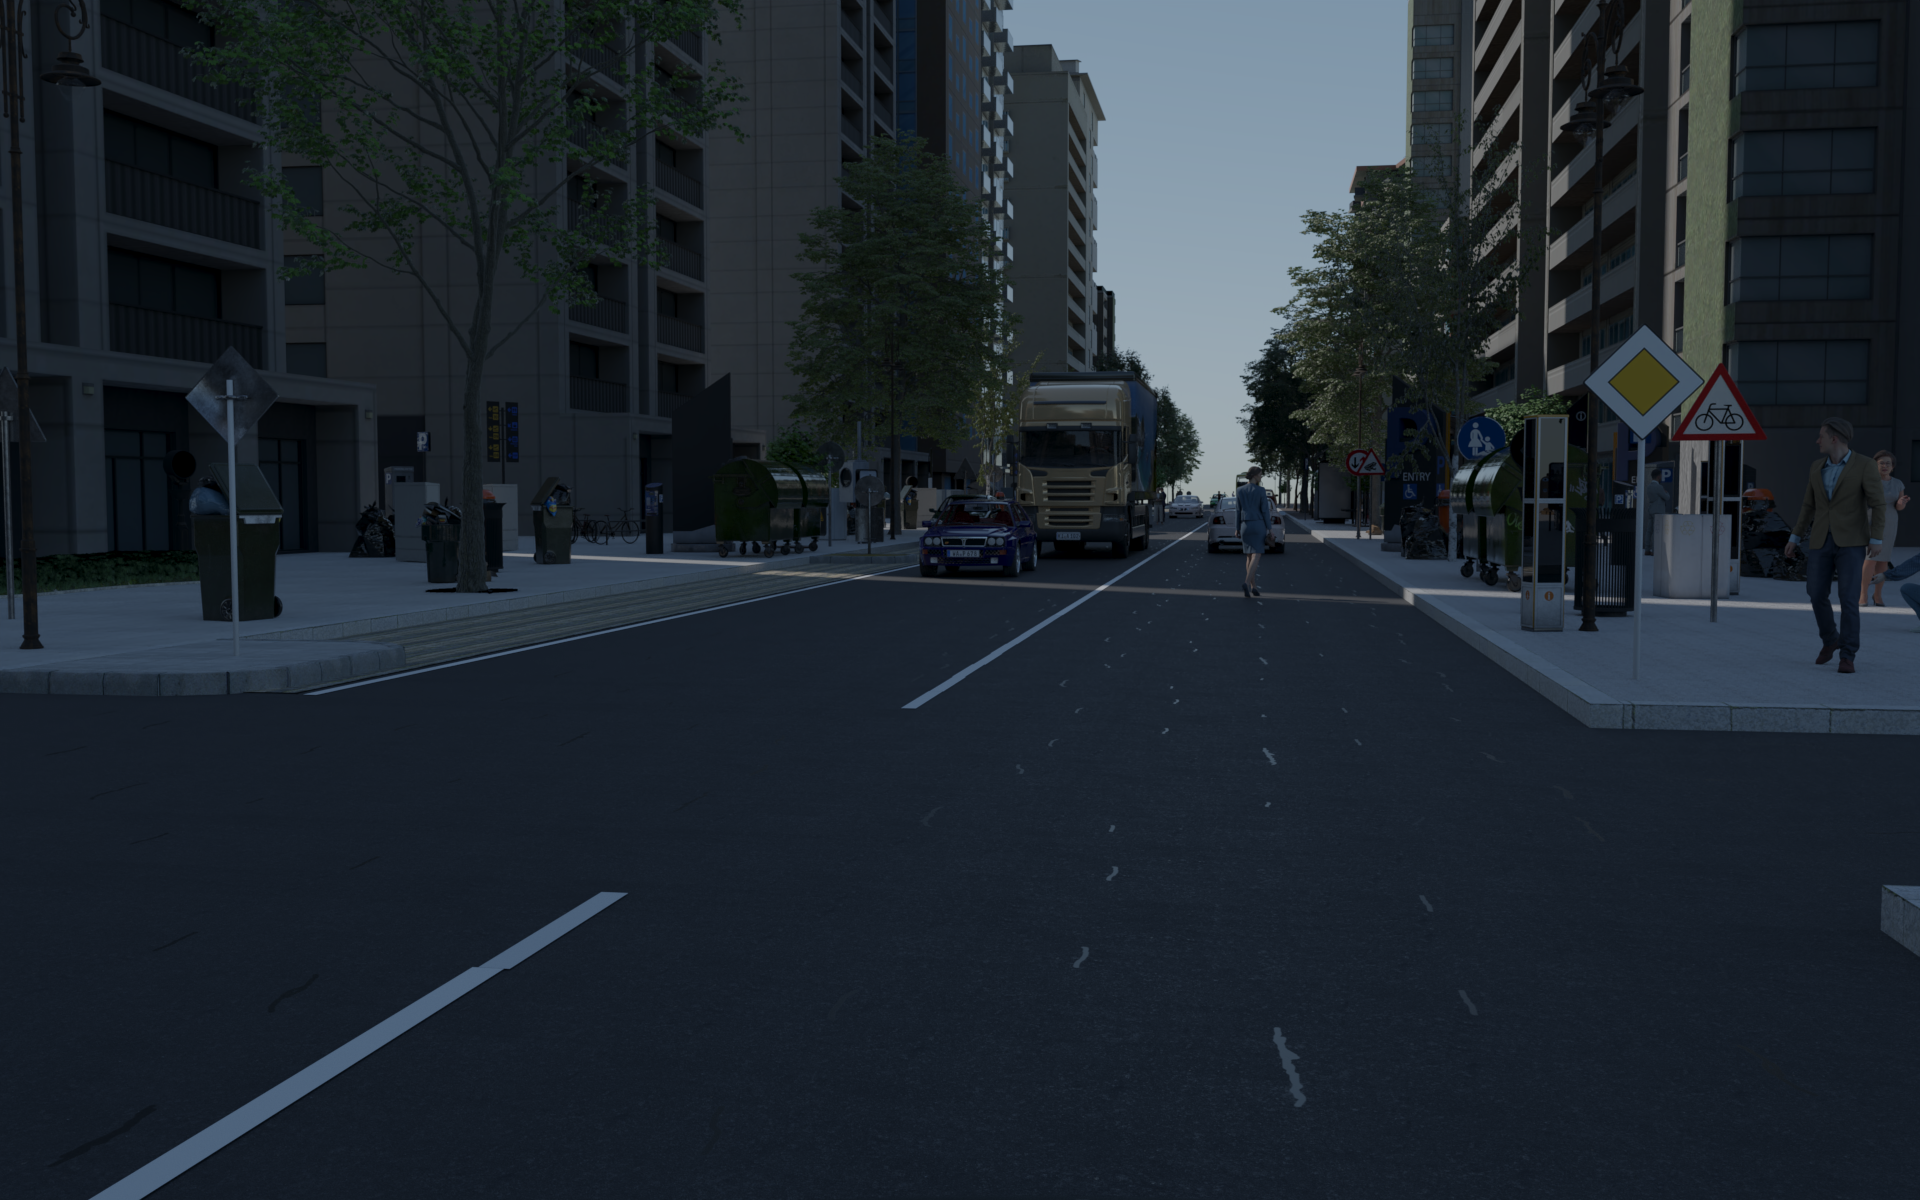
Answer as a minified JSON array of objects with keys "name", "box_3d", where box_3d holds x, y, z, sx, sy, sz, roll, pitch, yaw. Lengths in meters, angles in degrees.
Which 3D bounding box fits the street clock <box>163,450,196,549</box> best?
[{"name":"street clock","box_3d":[-12.903,-1.475,28.686,0.358,2.002,0.471,2,4,30]}]

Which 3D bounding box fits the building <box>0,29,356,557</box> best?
[{"name":"building","box_3d":[-23.812,-36.429,33.858,20.563,71.187,20.611,1,4,10]}]

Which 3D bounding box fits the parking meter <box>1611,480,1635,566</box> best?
[{"name":"parking meter","box_3d":[11.946,-1.395,31.215,0.372,1.533,0.369,0,3,0]}]

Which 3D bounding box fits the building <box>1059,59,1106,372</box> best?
[{"name":"building","box_3d":[2.867,-38.410,217.237,28.713,52.752,27.495,1,4,10]}]

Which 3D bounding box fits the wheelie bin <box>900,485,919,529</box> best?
[{"name":"wheelie bin","box_3d":[-1.894,-3.373,63.053,0.693,1.594,0.980,-2,4,-26]}]

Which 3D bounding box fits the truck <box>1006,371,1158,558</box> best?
[{"name":"truck","box_3d":[3.202,-3.250,42.058,2.839,4.237,11.283,1,4,10]}]

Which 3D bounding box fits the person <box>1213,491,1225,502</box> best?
[{"name":"person","box_3d":[25.904,-10.036,173.107,1.217,1.766,0.721,1,4,22]}]

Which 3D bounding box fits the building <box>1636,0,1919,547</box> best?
[{"name":"building","box_3d":[26.924,-22.215,46.817,14.154,41.232,14.086,1,4,10]}]

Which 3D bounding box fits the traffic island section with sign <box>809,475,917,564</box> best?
[{"name":"traffic island section with sign","box_3d":[-1.956,-1.690,36.258,1.989,1.847,2.006,1,4,10]}]

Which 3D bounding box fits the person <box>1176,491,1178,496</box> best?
[{"name":"person","box_3d":[30.495,-14.422,242.398,0.990,1.755,0.434,-3,5,-42]}]

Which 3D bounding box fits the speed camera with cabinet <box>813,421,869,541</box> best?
[{"name":"speed camera with cabinet","box_3d":[-3.316,-3.263,47.693,0.660,3.252,2.038,-3,4,-38]}]

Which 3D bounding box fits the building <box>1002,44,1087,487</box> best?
[{"name":"building","box_3d":[2.432,-34.794,192.590,21.300,48.544,21.600,1,4,10]}]

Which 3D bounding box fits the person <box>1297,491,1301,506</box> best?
[{"name":"person","box_3d":[28.559,-8.472,144.575,0.705,1.821,1.348,-2,4,-29]}]

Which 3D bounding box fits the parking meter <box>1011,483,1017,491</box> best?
[{"name":"parking meter","box_3d":[2.748,-5.056,88.382,0.255,1.863,0.399,-1,4,-13]}]

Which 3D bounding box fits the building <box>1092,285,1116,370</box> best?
[{"name":"building","box_3d":[13.729,-28.492,237.550,14.160,30.474,14.107,1,4,10]}]

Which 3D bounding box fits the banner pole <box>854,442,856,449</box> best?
[{"name":"banner pole","box_3d":[-4.926,-5.679,82.869,0.401,3.779,0.863,1,4,18]}]

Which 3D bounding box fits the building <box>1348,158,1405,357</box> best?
[{"name":"building","box_3d":[61.880,-34.901,225.261,22.147,44.769,28.867,1,4,10]}]

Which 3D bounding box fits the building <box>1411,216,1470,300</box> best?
[{"name":"building","box_3d":[46.473,-16.825,120.125,27.650,21.520,28.899,1,4,10]}]

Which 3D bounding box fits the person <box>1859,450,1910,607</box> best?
[{"name":"person","box_3d":[10.404,-0.814,19.709,0.716,1.782,0.532,0,4,7]}]

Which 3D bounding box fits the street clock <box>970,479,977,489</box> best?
[{"name":"street clock","box_3d":[0.711,-4.814,83.278,0.358,2.002,0.471,2,4,34]}]

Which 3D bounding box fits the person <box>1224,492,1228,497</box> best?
[{"name":"person","box_3d":[34.184,-13.125,223.915,1.217,1.723,0.721,-1,4,-11]}]

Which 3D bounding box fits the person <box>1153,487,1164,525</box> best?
[{"name":"person","box_3d":[9.307,-4.420,81.316,0.519,1.759,0.362,0,4,7]}]

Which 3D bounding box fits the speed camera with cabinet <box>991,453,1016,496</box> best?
[{"name":"speed camera with cabinet","box_3d":[2.313,-5.478,83.904,2.038,3.252,0.660,2,4,24]}]

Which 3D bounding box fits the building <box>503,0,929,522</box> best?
[{"name":"building","box_3d":[-12.495,-40.479,100.076,20.563,71.187,20.611,1,4,10]}]

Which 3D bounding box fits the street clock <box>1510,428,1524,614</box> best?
[{"name":"street clock","box_3d":[6.120,-0.851,18.490,0.471,2.002,0.358,2,4,32]}]

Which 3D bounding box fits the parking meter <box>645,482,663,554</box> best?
[{"name":"parking meter","box_3d":[-6.533,-1.749,37.015,0.372,1.533,0.369,0,3,0]}]

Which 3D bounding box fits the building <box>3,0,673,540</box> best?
[{"name":"building","box_3d":[-18.265,-38.143,61.885,20.563,71.187,20.611,1,4,10]}]

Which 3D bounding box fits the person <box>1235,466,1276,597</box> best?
[{"name":"person","box_3d":[4.057,-0.957,24.173,0.654,1.822,0.581,-3,5,-44]}]

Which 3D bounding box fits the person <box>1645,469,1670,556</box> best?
[{"name":"person","box_3d":[14.515,-1.820,35.983,0.466,1.800,0.511,-1,4,-20]}]

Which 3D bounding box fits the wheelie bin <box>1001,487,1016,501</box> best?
[{"name":"wheelie bin","box_3d":[2.228,-4.567,82.575,0.980,1.594,0.693,0,4,-6]}]

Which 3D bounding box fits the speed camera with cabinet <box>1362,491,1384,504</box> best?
[{"name":"speed camera with cabinet","box_3d":[19.931,-5.485,84.016,0.660,3.252,2.038,-1,4,-21]}]

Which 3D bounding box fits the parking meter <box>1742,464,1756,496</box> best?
[{"name":"parking meter","box_3d":[15.332,-1.721,33.857,0.399,1.863,0.255,-2,4,-31]}]

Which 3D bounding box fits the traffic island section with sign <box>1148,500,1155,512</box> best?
[{"name":"traffic island section with sign","box_3d":[15.436,-7.974,138.996,1.989,1.847,2.006,1,4,10]}]

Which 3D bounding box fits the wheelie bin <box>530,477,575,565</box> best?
[{"name":"wheelie bin","box_3d":[-7.475,-1.463,31.831,0.693,1.594,0.980,-2,4,-31]}]

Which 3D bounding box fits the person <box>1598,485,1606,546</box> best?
[{"name":"person","box_3d":[15.609,-2.252,42.833,0.622,1.834,0.822,-1,4,-19]}]

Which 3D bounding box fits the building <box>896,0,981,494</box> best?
[{"name":"building","box_3d":[-6.509,-28.585,117.476,14.600,45.320,14.200,1,4,10]}]

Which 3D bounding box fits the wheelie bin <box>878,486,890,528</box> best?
[{"name":"wheelie bin","box_3d":[-3.109,-3.552,65.977,0.980,1.594,0.693,0,4,-1]}]

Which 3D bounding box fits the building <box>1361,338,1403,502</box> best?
[{"name":"building","box_3d":[59.974,-21.530,197.054,27.650,21.520,28.899,1,4,10]}]

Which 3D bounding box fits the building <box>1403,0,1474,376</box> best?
[{"name":"building","box_3d":[43.418,-28.024,141.794,14.154,41.232,14.086,1,4,10]}]

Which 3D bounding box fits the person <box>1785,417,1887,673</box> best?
[{"name":"person","box_3d":[6.424,-0.414,12.724,0.656,1.842,0.836,2,4,26]}]

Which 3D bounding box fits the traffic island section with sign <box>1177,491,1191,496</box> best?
[{"name":"traffic island section with sign","box_3d":[24.624,-11.293,193.272,1.989,1.847,2.006,1,4,10]}]

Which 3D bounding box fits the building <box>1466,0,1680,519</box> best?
[{"name":"building","box_3d":[40.254,-28.799,94.569,21.300,48.544,21.600,1,4,10]}]

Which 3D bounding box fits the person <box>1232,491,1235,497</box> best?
[{"name":"person","box_3d":[38.235,-14.274,241.750,0.599,1.838,0.709,2,4,24]}]

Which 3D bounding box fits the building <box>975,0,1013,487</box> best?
[{"name":"building","box_3d":[-7.827,-31.840,140.186,23.786,49.044,30.456,1,4,10]}]

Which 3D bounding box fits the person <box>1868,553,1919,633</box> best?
[{"name":"person","box_3d":[8.944,-0.273,16.002,1.012,1.151,0.738,0,4,-5]}]

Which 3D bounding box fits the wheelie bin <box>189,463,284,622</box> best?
[{"name":"wheelie bin","box_3d":[-7.401,-0.596,17.655,0.693,1.594,0.980,1,4,22]}]

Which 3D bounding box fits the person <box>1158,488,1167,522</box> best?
[{"name":"person","box_3d":[10.295,-4.909,89.214,0.568,1.767,0.683,3,4,39]}]
